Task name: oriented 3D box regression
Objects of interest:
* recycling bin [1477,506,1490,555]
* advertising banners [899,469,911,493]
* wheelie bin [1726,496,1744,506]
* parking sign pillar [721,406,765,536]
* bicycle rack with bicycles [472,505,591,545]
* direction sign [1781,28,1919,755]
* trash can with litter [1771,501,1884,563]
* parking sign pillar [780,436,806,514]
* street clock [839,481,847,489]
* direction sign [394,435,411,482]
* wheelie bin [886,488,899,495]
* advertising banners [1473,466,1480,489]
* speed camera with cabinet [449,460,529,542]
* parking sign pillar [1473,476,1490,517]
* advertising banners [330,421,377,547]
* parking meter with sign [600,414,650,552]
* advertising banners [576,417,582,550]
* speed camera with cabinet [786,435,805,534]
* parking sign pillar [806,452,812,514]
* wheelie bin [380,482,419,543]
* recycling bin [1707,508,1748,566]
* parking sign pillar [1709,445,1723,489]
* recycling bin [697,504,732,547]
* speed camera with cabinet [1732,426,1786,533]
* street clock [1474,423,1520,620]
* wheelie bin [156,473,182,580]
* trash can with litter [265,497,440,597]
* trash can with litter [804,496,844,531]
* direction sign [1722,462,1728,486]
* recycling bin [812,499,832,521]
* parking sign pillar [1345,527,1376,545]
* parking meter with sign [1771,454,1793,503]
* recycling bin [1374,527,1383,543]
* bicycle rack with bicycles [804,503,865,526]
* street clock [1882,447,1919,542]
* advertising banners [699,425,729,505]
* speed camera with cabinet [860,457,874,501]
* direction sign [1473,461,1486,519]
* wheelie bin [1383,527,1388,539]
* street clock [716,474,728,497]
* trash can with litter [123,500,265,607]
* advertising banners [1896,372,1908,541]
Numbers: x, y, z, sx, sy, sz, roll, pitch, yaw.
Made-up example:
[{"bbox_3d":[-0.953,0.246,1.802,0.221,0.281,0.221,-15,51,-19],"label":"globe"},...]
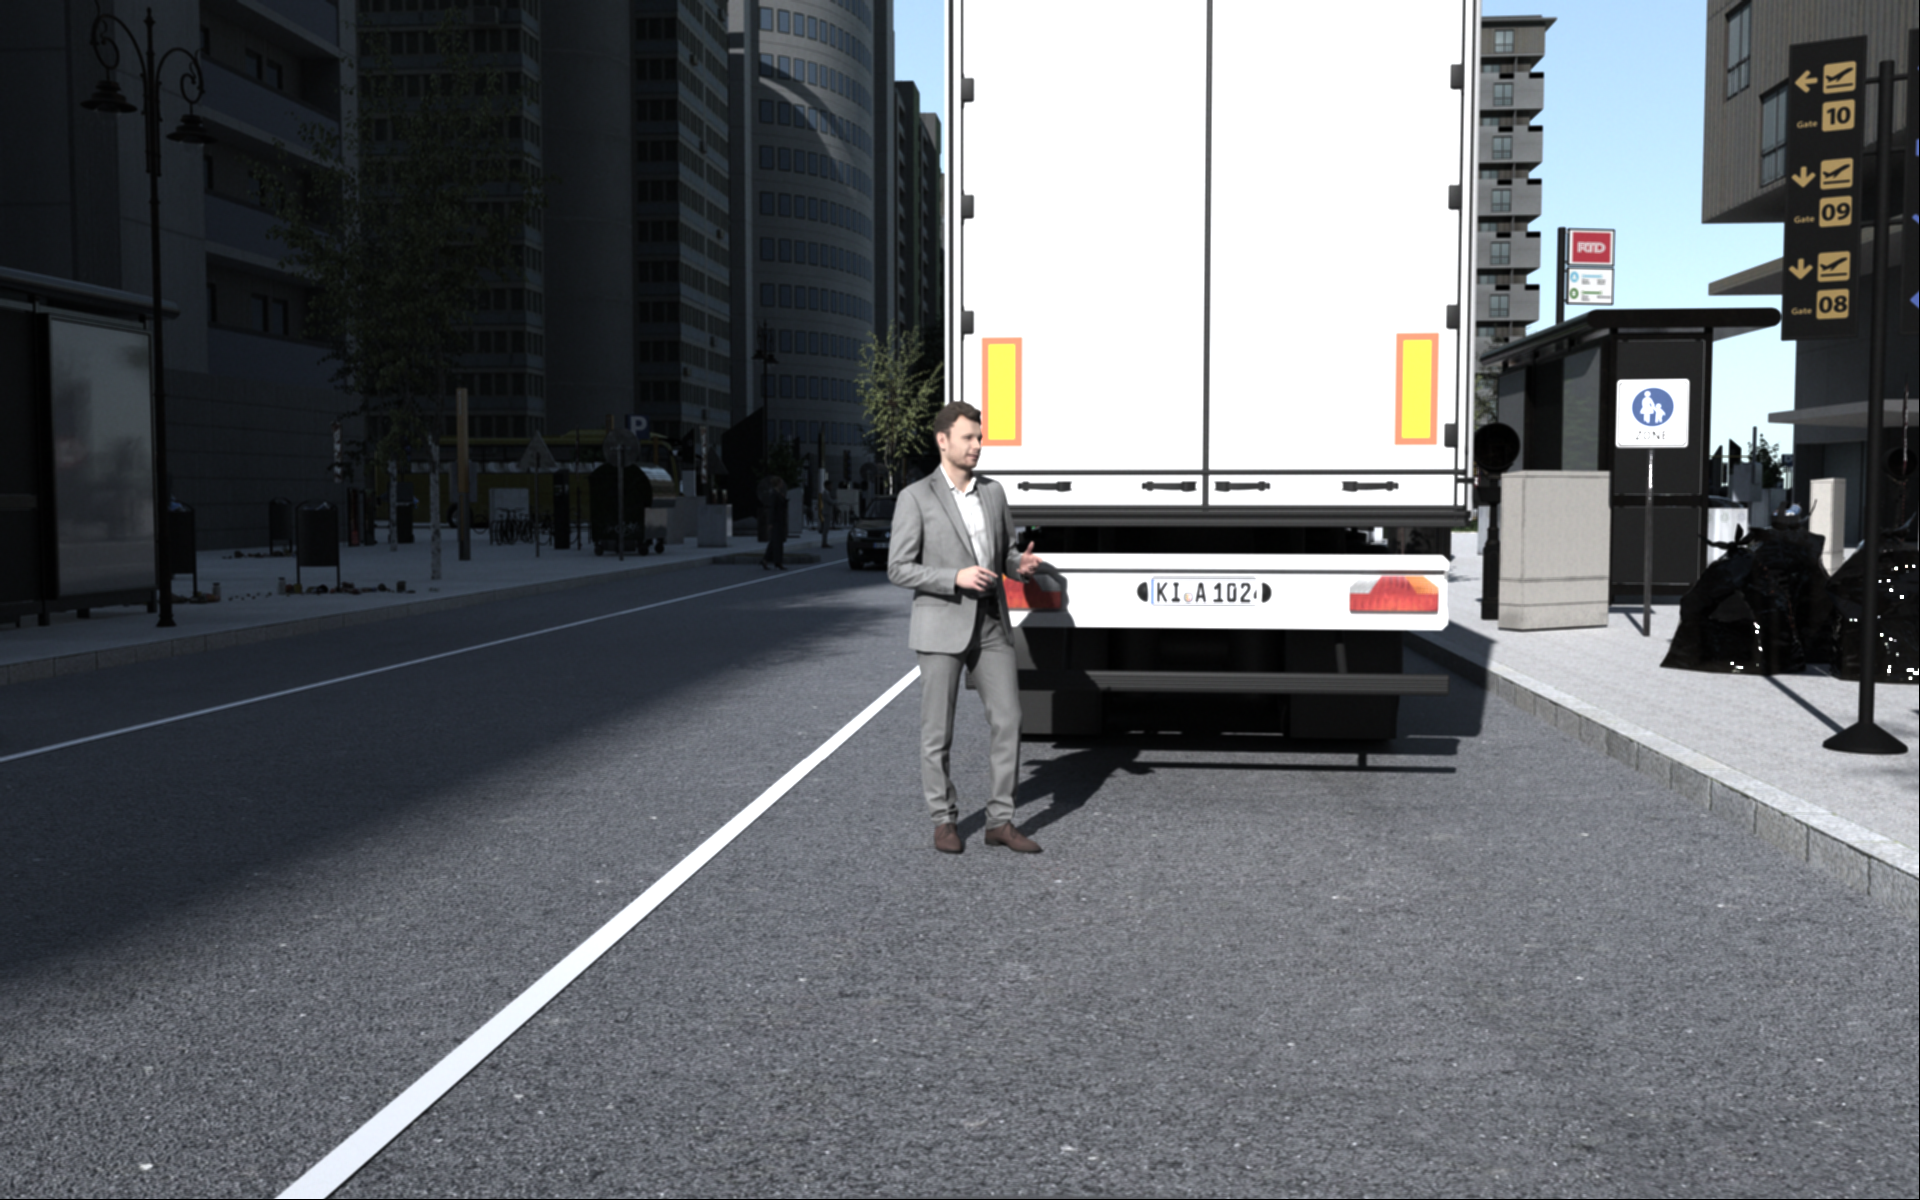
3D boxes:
[{"bbox_3d":[11.321,-1.449,36.253,0.722,1.027,0.722,-1,4,-9],"label":"recycling bin"},{"bbox_3d":[-4.244,-7.589,120.261,2.074,3.025,0.090,-2,4,-25],"label":"advertising banners"},{"bbox_3d":[38.007,-4.697,84.701,0.980,1.594,0.693,1,4,14],"label":"wheelie bin"},{"bbox_3d":[-6.644,-3.957,53.165,1.447,3.967,1.447,0,4,0],"label":"parking sign pillar"},{"bbox_3d":[-10.912,-1.887,44.239,2.852,0.926,2.925,1,4,22],"label":"bicycle rack with bicycles"},{"bbox_3d":[4.549,-1.015,8.599,0.876,3.537,0.379,2,4,33],"label":"direction sign"},{"bbox_3d":[8.404,-0.382,17.305,1.678,1.210,2.233,2,4,33],"label":"trash can with litter"},{"bbox_3d":[-8.043,-5.606,80.123,1.447,3.967,1.447,0,4,-2],"label":"parking sign pillar"},{"bbox_3d":[-6.708,-5.795,99.310,0.471,2.002,0.358,-3,4,-38],"label":"street clock"},{"bbox_3d":[-20.497,-4.385,63.699,0.379,3.537,0.876,2,4,25],"label":"direction sign"},{"bbox_3d":[-3.221,-4.615,83.360,0.693,1.594,0.980,-2,4,-30],"label":"wheelie bin"},{"bbox_3d":[25.652,-5.623,88.127,0.090,3.025,2.074,-3,4,-38],"label":"advertising banners"},{"bbox_3d":[-12.843,-3.234,47.213,2.038,3.252,0.660,-2,4,-25],"label":"speed camera with cabinet"},{"bbox_3d":[28.745,-6.569,95.882,1.447,3.967,1.447,0,4,-1],"label":"parking sign pillar"},{"bbox_3d":[-14.803,-2.819,42.275,0.090,3.025,2.074,1,4,9],"label":"advertising banners"},{"bbox_3d":[-7.551,-2.594,38.668,0.543,3.016,1.738,-3,4,-36],"label":"parking meter with sign"},{"bbox_3d":[-8.758,-2.665,39.755,0.090,3.025,2.074,-1,4,-11],"label":"advertising banners"},{"bbox_3d":[-5.454,-3.844,57.187,0.660,3.252,2.038,0,4,-3],"label":"speed camera with cabinet"},{"bbox_3d":[-10.088,-7.547,111.862,1.447,3.967,1.447,3,4,39],"label":"parking sign pillar"},{"bbox_3d":[-14.642,-2.284,45.249,0.980,1.594,0.693,-1,4,-18],"label":"wheelie bin"},{"bbox_3d":[13.536,-1.125,30.945,0.722,1.027,0.722,-1,4,-18],"label":"recycling bin"},{"bbox_3d":[41.509,-6.544,95.462,1.447,3.967,1.447,-3,5,-44],"label":"parking sign pillar"},{"bbox_3d":[-5.939,-1.798,41.946,0.722,1.027,0.722,0,4,4],"label":"recycling bin"},{"bbox_3d":[23.684,-3.483,51.283,2.038,3.252,0.660,-3,4,-36],"label":"speed camera with cabinet"},{"bbox_3d":[5.442,-0.801,17.670,0.471,2.002,0.358,1,4,11],"label":"street clock"},{"bbox_3d":[-12.133,-1.101,25.918,0.980,1.594,0.693,-1,4,-14],"label":"wheelie bin"},{"bbox_3d":[-7.937,-0.696,22.435,2.233,1.210,1.678,0,4,-8],"label":"trash can with litter"},{"bbox_3d":[-4.920,-3.082,61.447,1.678,1.210,2.233,2,4,27],"label":"trash can with litter"},{"bbox_3d":[54.786,-8.081,124.124,0.876,3.537,0.379,-3,5,-45],"label":"direction sign"},{"bbox_3d":[-6.617,-4.303,82.915,0.722,1.027,0.722,-2,4,-33],"label":"recycling bin"},{"bbox_3d":[8.591,-3.072,38.706,1.447,3.967,1.447,0,4,1],"label":"parking sign pillar"},{"bbox_3d":[36.058,-4.913,76.583,0.543,3.016,1.738,0,4,-8],"label":"parking meter with sign"},{"bbox_3d":[10.747,-2.022,45.622,0.722,1.027,0.722,0,4,7],"label":"recycling bin"},{"bbox_3d":[-5.407,-3.482,70.320,2.852,0.926,2.925,0,4,-4],"label":"bicycle rack with bicycles"},{"bbox_3d":[14.546,-1.363,26.859,0.471,2.002,0.358,0,4,5],"label":"street clock"},{"bbox_3d":[-6.387,-2.983,44.966,0.090,3.025,2.074,1,4,12],"label":"advertising banners"},{"bbox_3d":[-5.481,-5.980,92.108,2.038,3.252,0.660,2,4,32],"label":"speed camera with cabinet"},{"bbox_3d":[23.856,-5.365,79.709,0.379,3.537,0.876,-2,4,-27],"label":"direction sign"},{"bbox_3d":[12.121,-2.548,49.560,0.980,1.594,0.693,2,4,31],"label":"wheelie bin"},{"bbox_3d":[-7.103,-2.881,51.672,0.358,2.002,0.471,-2,4,-25],"label":"street clock"},{"bbox_3d":[-9.685,-0.577,20.498,2.233,1.210,1.678,0,4,-4],"label":"trash can with litter"},{"bbox_3d":[13.274,-1.725,24.388,0.090,3.025,2.074,2,4,30],"label":"advertising banners"}]
